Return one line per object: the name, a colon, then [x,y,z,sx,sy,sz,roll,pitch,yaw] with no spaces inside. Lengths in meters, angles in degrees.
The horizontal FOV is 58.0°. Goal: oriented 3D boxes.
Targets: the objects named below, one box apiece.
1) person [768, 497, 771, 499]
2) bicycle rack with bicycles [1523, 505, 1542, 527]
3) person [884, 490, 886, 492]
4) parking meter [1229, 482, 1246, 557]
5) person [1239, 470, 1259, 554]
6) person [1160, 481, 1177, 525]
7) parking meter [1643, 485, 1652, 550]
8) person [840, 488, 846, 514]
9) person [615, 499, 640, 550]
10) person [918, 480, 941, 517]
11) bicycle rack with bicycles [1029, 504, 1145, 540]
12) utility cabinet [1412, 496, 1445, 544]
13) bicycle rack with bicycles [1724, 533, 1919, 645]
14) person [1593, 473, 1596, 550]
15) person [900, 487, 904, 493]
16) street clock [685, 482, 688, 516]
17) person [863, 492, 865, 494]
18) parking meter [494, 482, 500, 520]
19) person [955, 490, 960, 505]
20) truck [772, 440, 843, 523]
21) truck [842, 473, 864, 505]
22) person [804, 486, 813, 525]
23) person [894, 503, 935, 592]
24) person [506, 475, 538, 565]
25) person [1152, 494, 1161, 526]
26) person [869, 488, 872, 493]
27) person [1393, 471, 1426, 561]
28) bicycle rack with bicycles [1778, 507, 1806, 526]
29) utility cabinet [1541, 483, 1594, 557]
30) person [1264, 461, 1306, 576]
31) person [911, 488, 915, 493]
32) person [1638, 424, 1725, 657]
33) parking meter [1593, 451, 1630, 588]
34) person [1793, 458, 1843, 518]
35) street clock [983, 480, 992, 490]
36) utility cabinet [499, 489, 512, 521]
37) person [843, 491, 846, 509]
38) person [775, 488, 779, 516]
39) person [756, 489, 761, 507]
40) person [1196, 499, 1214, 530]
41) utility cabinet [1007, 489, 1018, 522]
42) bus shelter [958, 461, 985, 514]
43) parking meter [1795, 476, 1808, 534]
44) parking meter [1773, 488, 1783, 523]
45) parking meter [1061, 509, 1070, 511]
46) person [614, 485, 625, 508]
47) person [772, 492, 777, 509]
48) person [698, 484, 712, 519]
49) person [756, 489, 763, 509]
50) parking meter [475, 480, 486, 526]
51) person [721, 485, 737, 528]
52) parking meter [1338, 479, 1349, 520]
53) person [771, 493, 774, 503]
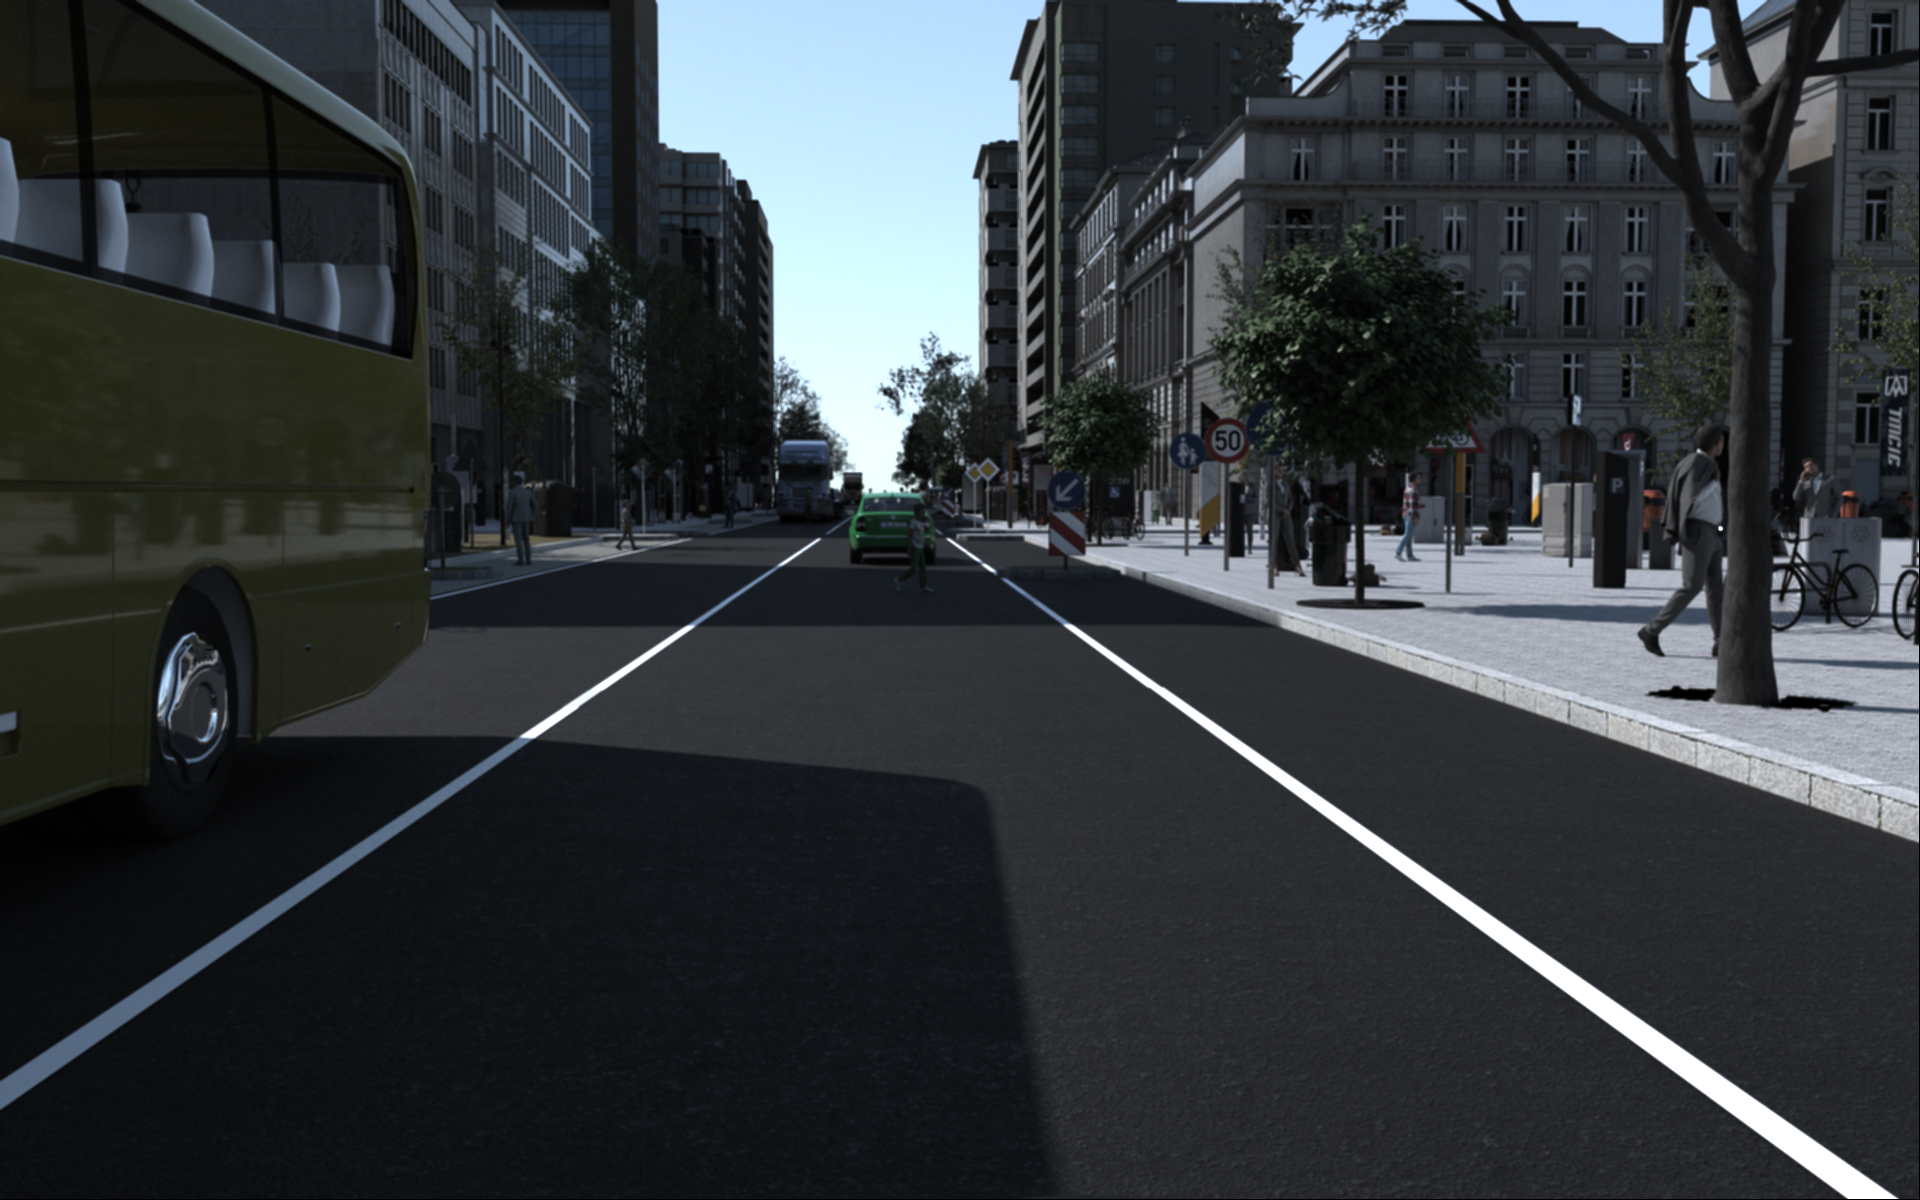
person: [-22.452,-11.989,203.000,0.756,1.711,0.436,2,4,23]
bicycle rack with bicycles: [23.670,-3.301,67.353,2.852,0.926,2.925,-1,4,-12]
person: [-6.161,-8.180,142.905,0.621,1.740,0.551,-3,5,-40]
parking meter: [5.614,-1.641,35.241,0.372,1.533,0.369,0,3,0]
person: [6.092,-1.878,36.934,0.537,1.800,0.526,3,4,36]
person: [8.586,-3.992,71.431,0.709,1.813,0.853,0,4,0]
parking meter: [15.604,-1.907,39.593,0.372,1.533,0.369,0,3,0]
person: [-8.481,-7.042,123.475,0.661,1.843,0.795,-3,5,-39]
person: [-8.459,-1.909,43.979,0.640,1.303,0.475,-2,4,-32]
person: [-0.751,-2.091,43.044,0.532,1.782,0.716,-2,4,-31]
bicycle rack with bicycles: [3.738,-2.174,48.935,2.852,0.926,2.925,-1,4,-10]
utility cabinet: [12.147,-2.076,45.105,1.020,1.237,0.306,-2,4,-27]
bicycle rack with bicycles: [8.585,-0.155,15.909,2.925,0.926,2.852,-2,4,-33]
person: [14.685,-2.031,39.596,0.601,1.785,0.444,-3,5,-40]
person: [-3.413,-5.826,103.720,0.822,1.834,0.622,0,4,-5]
street clock: [-16.434,-6.061,103.666,0.358,2.002,0.471,0,4,7]
person: [-16.234,-17.527,294.937,0.709,1.838,0.599,-1,4,-17]
parking meter: [-22.834,-4.897,85.780,0.255,1.863,0.399,2,4,27]
person: [-0.225,-12.297,207.117,1.348,1.821,0.705,3,4,39]
truck: [-7.855,-6.282,92.473,2.967,4.110,18.799,0,4,-1]
truck: [-14.067,-14.594,227.532,2.839,4.237,11.283,0,4,-3]
person: [-7.169,-4.463,81.649,0.473,1.802,0.592,1,4,15]
person: [-0.667,-0.767,25.282,0.590,1.304,0.306,0,4,6]
person: [-8.793,-1.595,34.679,0.391,1.810,0.635,3,4,37]
person: [7.881,-3.630,69.645,0.306,1.304,0.590,-1,4,-13]
person: [-6.389,-6.999,122.810,0.818,1.842,0.514,2,4,35]
person: [8.583,-1.602,33.070,0.643,1.720,0.563,0,4,4]
bicycle rack with bicycles: [21.659,-2.011,46.267,2.925,0.926,2.852,-1,4,-17]
utility cabinet: [12.346,-1.625,35.251,0.318,1.500,1.173,-1,4,-21]
person: [5.067,-1.268,27.045,0.520,1.790,0.573,-3,5,-40]
person: [-2.457,-4.799,87.629,0.731,1.740,0.598,1,4,11]
person: [5.792,-0.456,13.602,0.850,1.850,0.679,2,4,28]
parking meter: [8.901,-1.098,23.662,0.399,1.863,0.255,-1,4,-15]
person: [12.364,-1.146,24.965,0.473,1.802,0.592,-2,4,-26]
street clock: [1.431,-5.283,90.941,0.471,2.002,0.358,3,5,42]
utility cabinet: [-21.298,-4.505,82.333,1.173,1.500,0.318,-2,4,-31]
person: [-11.299,-9.657,167.306,0.541,1.710,0.530,-1,4,-17]
person: [-11.476,-6.189,109.951,0.793,1.790,0.793,3,4,39]
person: [-19.396,-9.763,166.400,0.721,1.736,1.217,0,4,5]
person: [8.907,-3.437,62.335,0.694,1.812,0.767,-1,4,-18]
utility cabinet: [2.362,-4.234,77.898,0.318,1.500,1.173,1,4,12]
bus shelter: [0.972,-7.018,108.669,2.014,3.302,5.546,0,4,-2]
parking meter: [26.673,-3.007,54.883,0.255,1.863,0.399,3,5,42]
parking meter: [33.506,-3.826,70.973,0.372,1.533,0.369,0,3,0]
parking meter: [4.140,-3.800,67.844,0.255,1.863,0.399,2,4,25]
person: [-19.250,-5.581,97.409,0.709,1.813,0.853,-2,4,-35]
person: [-15.803,-8.499,148.255,1.065,1.426,0.557,0,4,6]
person: [-13.005,-5.010,88.169,0.699,1.804,1.509,1,4,16]
person: [-17.317,-8.752,149.587,0.568,1.767,0.683,3,5,42]
parking meter: [-19.321,-3.921,69.815,0.399,1.863,0.255,0,4,-7]
person: [-9.644,-3.908,72.582,0.721,1.800,0.419,3,5,42]
parking meter: [14.875,-3.768,67.319,0.399,1.863,0.255,2,4,33]
person: [-27.594,-15.149,254.253,1.217,1.766,0.721,2,4,27]
